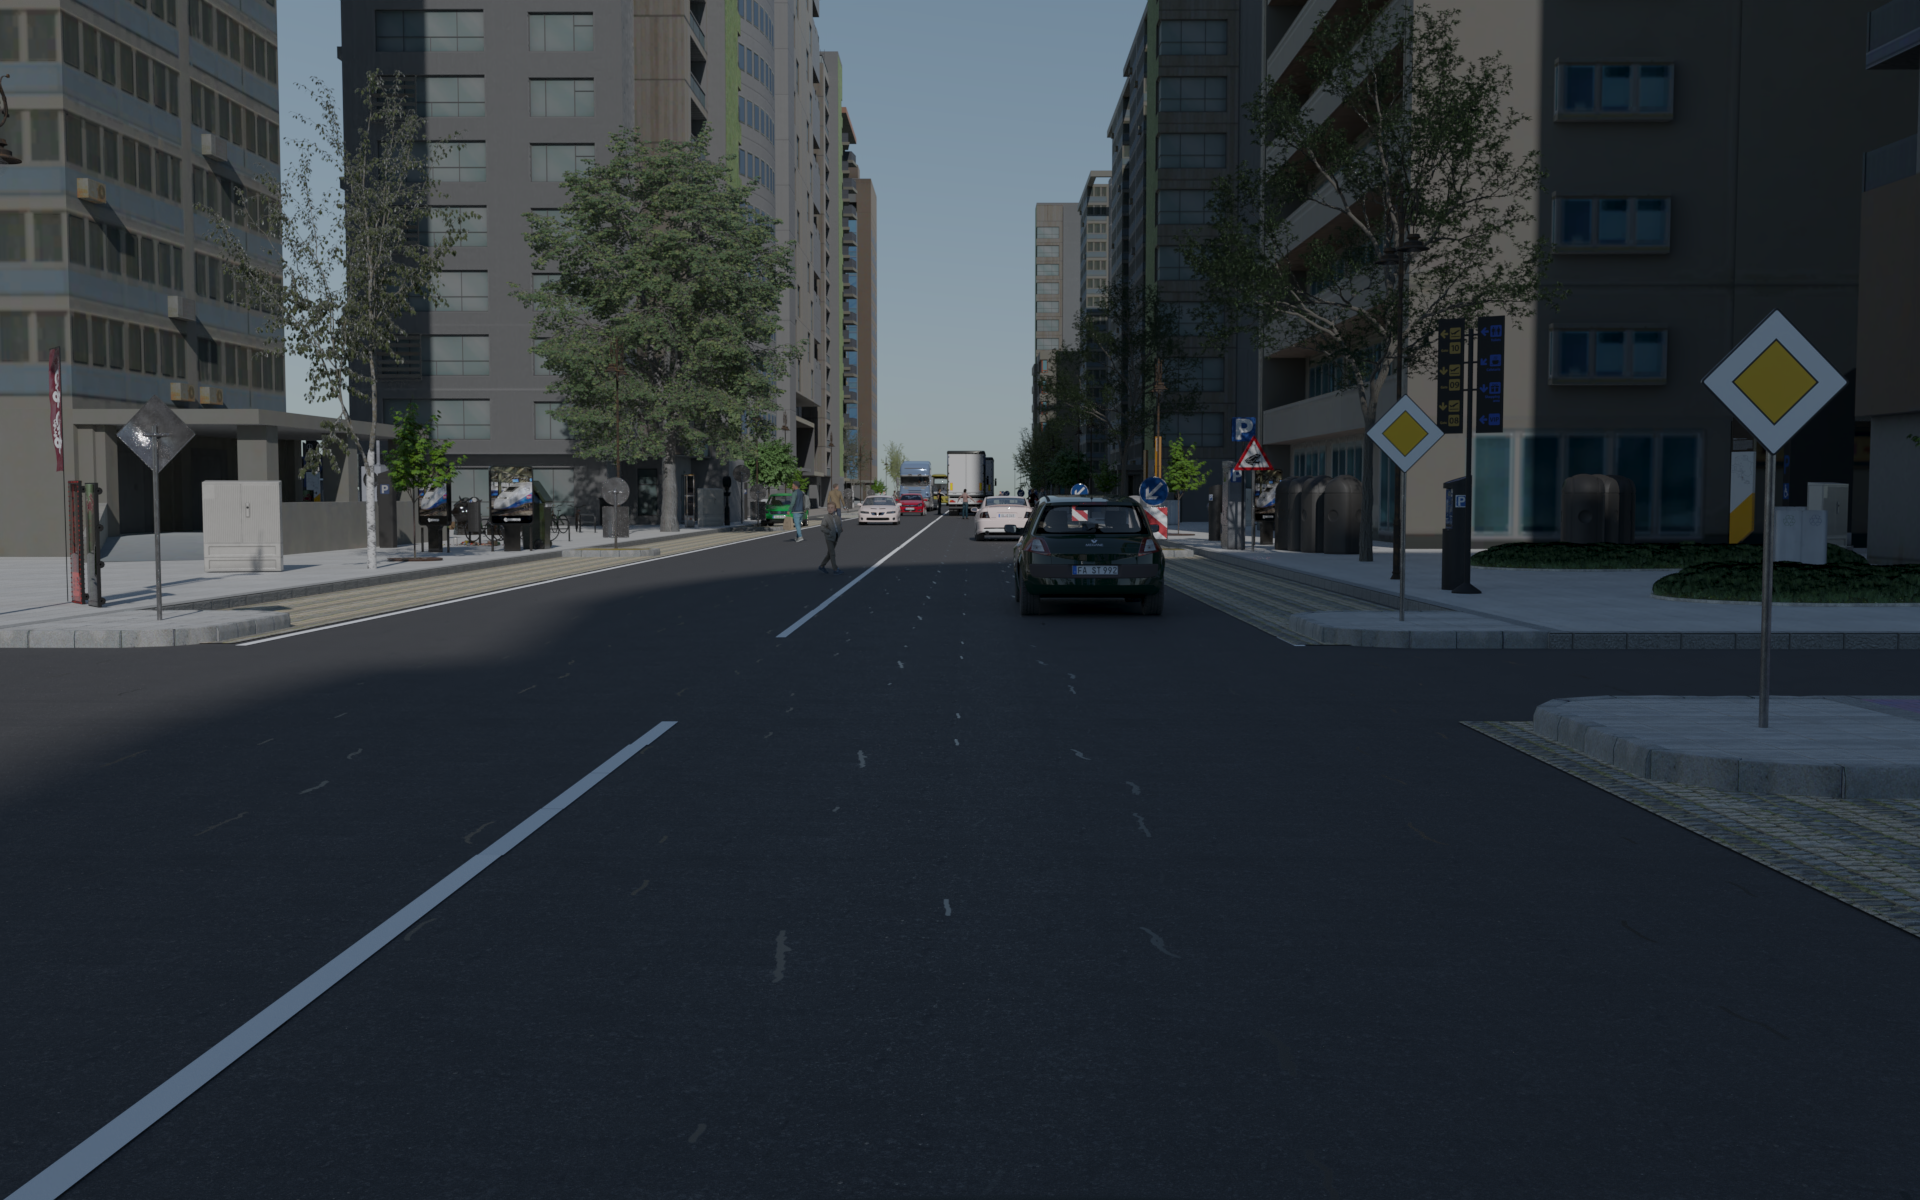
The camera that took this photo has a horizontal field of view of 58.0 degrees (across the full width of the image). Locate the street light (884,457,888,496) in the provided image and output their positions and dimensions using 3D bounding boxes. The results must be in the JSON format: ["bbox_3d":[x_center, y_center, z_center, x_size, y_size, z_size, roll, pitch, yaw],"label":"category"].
[{"bbox_3d":[-8.951,-14.505,209.938,0.468,5.910,1.993,0,4,0],"label":"street light"}]

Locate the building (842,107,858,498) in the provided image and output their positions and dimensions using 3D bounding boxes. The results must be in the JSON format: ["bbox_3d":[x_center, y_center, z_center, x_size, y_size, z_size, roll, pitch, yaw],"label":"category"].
[{"bbox_3d":[-22.904,-32.904,192.597,22.147,44.769,28.867,0,4,0],"label":"building"}]

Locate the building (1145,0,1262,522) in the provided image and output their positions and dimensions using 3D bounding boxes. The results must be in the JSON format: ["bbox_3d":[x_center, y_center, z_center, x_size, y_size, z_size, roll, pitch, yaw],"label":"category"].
[{"bbox_3d":[16.025,-24.552,85.015,14.154,41.232,14.086,0,4,0],"label":"building"}]

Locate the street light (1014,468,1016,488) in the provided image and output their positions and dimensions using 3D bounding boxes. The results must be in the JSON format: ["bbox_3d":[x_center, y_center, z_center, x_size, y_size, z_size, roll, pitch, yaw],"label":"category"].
[{"bbox_3d":[7.985,-17.070,251.883,0.468,5.910,1.993,0,4,0],"label":"street light"}]

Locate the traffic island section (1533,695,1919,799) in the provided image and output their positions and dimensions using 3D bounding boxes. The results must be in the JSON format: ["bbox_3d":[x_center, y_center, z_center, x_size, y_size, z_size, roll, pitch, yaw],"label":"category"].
[{"bbox_3d":[4.436,0.780,9.532,2.009,0.180,2.903,0,4,0],"label":"traffic island section"}]

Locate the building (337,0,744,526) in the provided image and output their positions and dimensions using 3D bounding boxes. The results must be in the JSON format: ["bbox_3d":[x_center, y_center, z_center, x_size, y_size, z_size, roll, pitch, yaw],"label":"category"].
[{"bbox_3d":[-17.325,-23.903,74.401,14.154,41.232,14.086,0,4,0],"label":"building"}]

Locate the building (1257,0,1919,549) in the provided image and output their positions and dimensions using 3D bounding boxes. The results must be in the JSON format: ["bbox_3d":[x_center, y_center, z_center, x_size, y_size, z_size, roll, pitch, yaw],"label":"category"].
[{"bbox_3d":[21.092,-26.031,49.310,21.300,48.544,21.600,0,4,0],"label":"building"}]

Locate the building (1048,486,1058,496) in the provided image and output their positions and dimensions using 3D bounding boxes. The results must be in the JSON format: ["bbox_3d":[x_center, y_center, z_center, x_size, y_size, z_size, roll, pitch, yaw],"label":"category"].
[{"bbox_3d":[26.303,-30.863,196.485,32.217,40.220,23.993,0,4,0],"label":"building"}]

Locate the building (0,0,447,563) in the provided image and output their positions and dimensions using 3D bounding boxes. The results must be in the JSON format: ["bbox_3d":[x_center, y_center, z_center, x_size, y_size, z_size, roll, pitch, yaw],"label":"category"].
[{"bbox_3d":[-30.272,-21.268,39.608,32.217,40.220,23.993,0,4,0],"label":"building"}]

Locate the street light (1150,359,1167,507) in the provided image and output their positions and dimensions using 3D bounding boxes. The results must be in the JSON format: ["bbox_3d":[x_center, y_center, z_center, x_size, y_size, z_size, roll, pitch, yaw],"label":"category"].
[{"bbox_3d":[6.776,-5.286,59.215,0.468,5.910,1.993,0,4,0],"label":"street light"}]

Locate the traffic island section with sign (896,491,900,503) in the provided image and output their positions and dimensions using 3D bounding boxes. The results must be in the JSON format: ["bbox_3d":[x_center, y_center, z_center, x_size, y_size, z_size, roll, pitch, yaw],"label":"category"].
[{"bbox_3d":[-7.007,-11.717,200.204,1.989,1.847,2.006,0,4,0],"label":"traffic island section with sign"}]

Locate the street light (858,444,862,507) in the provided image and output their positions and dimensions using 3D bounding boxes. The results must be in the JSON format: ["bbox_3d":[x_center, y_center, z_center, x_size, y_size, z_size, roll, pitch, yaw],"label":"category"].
[{"bbox_3d":[-9.227,-11.492,160.680,0.468,5.910,1.993,0,4,0],"label":"street light"}]

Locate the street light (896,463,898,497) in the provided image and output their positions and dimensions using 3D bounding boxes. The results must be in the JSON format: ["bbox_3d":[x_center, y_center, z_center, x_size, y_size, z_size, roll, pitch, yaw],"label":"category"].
[{"bbox_3d":[-8.758,-16.493,242.454,0.468,5.910,1.993,0,4,0],"label":"street light"}]

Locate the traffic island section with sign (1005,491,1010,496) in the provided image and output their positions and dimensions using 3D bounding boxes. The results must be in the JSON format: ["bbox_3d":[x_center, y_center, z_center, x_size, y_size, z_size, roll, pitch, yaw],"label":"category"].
[{"bbox_3d":[4.953,-8.312,144.528,1.989,1.847,2.006,0,4,0],"label":"traffic island section with sign"}]

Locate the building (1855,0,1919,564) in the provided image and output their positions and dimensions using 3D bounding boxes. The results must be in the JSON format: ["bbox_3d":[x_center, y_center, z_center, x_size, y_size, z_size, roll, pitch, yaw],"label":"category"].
[{"bbox_3d":[23.341,-22.829,23.369,14.200,45.320,14.600,0,4,0],"label":"building"}]

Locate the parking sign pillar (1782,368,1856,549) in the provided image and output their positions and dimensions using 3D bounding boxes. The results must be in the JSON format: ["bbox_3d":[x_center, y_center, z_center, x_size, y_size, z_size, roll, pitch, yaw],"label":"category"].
[{"bbox_3d":[18.434,-2.980,37.194,1.447,3.967,1.447,0,4,7],"label":"parking sign pillar"}]

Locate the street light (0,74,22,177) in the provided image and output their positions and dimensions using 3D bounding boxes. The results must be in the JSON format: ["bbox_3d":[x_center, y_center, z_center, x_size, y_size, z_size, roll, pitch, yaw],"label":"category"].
[{"bbox_3d":[-10.189,-2.748,17.723,0.468,5.910,1.993,0,4,0],"label":"street light"}]

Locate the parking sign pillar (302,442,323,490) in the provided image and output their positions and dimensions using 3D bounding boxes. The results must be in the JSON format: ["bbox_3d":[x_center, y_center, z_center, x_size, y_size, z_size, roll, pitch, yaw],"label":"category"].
[{"bbox_3d":[-33.211,-6.159,89.179,1.447,3.967,1.447,0,4,2],"label":"parking sign pillar"}]

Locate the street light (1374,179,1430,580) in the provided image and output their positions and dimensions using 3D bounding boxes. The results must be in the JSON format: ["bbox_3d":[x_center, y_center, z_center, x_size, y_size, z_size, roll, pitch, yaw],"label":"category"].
[{"bbox_3d":[6.557,-3.246,25.855,0.468,5.910,1.993,0,4,0],"label":"street light"}]

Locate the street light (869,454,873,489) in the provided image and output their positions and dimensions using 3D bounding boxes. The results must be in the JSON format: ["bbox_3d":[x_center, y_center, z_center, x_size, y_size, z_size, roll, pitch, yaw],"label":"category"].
[{"bbox_3d":[-9.140,-12.516,177.421,0.468,5.910,1.993,0,4,0],"label":"street light"}]

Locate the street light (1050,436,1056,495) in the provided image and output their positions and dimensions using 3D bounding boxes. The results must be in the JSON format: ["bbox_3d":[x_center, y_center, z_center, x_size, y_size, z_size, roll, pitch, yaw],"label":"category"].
[{"bbox_3d":[7.239,-9.915,134.895,0.468,5.910,1.993,0,4,0],"label":"street light"}]

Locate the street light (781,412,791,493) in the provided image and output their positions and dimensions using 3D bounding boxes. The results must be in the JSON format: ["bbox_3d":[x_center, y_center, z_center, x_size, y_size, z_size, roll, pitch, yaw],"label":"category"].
[{"bbox_3d":[-9.636,-7.512,95.610,0.468,5.910,1.993,0,4,0],"label":"street light"}]

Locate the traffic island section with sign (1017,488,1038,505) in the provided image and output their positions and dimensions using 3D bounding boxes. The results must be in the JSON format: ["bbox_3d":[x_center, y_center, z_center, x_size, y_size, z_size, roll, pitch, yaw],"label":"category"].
[{"bbox_3d":[4.786,-6.630,117.025,1.989,1.847,2.006,0,4,0],"label":"traffic island section with sign"}]

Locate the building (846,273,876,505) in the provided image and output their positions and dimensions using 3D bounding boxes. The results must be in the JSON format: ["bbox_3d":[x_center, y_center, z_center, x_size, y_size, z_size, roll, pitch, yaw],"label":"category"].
[{"bbox_3d":[-27.066,-32.294,219.890,32.217,40.220,23.993,0,4,0],"label":"building"}]

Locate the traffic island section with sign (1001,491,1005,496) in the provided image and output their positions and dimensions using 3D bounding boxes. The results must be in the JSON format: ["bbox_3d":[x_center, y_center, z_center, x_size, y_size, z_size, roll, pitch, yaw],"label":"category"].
[{"bbox_3d":[5.488,-13.358,227.031,1.989,1.847,2.006,0,4,0],"label":"traffic island section with sign"}]

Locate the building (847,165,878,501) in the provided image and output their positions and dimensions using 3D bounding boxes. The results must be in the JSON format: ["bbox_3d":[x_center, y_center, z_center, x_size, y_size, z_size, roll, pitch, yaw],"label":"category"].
[{"bbox_3d":[-18.734,-36.039,239.352,14.600,45.320,14.200,0,4,0],"label":"building"}]

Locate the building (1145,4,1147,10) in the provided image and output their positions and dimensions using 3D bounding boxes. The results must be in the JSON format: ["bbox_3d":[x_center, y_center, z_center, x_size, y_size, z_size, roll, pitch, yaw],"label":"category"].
[{"bbox_3d":[25.475,-26.773,129.617,32.217,40.220,23.993,0,4,0],"label":"building"}]

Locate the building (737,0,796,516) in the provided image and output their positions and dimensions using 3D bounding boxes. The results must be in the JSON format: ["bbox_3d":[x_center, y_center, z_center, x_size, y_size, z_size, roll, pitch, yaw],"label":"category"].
[{"bbox_3d":[-22.046,-34.485,105.836,21.231,58.520,28.212,0,4,0],"label":"building"}]

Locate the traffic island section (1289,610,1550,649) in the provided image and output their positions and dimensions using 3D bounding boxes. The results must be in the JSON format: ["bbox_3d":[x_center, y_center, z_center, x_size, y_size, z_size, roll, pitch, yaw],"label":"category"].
[{"bbox_3d":[4.486,0.291,17.517,2.009,0.180,2.903,0,4,0],"label":"traffic island section"}]

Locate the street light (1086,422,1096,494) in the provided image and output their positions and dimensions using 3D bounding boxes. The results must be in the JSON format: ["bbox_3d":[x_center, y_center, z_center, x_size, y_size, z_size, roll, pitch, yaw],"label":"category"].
[{"bbox_3d":[6.954,-7.284,91.886,0.468,5.910,1.993,0,4,0],"label":"street light"}]

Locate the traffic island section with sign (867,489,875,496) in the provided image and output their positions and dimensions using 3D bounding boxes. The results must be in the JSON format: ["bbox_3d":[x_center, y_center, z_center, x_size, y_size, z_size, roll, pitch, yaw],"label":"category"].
[{"bbox_3d":[-7.356,-8.317,144.615,1.989,1.847,2.006,0,4,0],"label":"traffic island section with sign"}]

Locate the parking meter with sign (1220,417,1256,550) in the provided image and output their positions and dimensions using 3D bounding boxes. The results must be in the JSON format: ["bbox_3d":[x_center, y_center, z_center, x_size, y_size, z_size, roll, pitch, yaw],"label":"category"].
[{"bbox_3d":[6.383,-2.686,40.182,0.543,3.016,1.738,0,4,-3],"label":"parking meter with sign"}]

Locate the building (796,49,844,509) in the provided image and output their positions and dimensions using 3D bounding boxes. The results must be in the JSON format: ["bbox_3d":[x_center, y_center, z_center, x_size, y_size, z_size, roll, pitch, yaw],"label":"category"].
[{"bbox_3d":[-18.001,-28.856,155.394,14.154,41.232,14.086,0,4,0],"label":"building"}]

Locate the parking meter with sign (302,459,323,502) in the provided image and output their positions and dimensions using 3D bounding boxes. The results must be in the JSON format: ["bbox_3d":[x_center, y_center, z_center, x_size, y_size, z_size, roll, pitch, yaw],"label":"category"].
[{"bbox_3d":[-31.407,-5.440,85.197,1.738,3.016,0.543,-1,4,-20],"label":"parking meter with sign"}]

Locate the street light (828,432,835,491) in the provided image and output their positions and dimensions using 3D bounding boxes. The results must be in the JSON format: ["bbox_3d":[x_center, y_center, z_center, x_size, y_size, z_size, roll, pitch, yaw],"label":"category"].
[{"bbox_3d":[-9.507,-9.503,128.164,0.468,5.910,1.993,0,4,0],"label":"street light"}]

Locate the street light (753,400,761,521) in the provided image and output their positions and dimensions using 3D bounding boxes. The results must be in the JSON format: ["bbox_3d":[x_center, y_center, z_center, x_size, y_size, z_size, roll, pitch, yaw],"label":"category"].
[{"bbox_3d":[-9.750,-6.754,83.215,0.468,5.910,1.993,0,4,0],"label":"street light"}]

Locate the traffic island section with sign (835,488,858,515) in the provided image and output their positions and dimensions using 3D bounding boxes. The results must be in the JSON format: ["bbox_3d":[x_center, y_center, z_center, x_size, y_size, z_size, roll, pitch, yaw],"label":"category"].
[{"bbox_3d":[-7.530,-6.640,117.199,1.989,1.847,2.006,0,4,0],"label":"traffic island section with sign"}]

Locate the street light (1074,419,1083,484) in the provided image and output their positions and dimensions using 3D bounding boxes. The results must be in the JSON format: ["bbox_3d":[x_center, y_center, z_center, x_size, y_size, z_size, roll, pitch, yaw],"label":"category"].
[{"bbox_3d":[6.998,-7.913,102.160,0.468,5.910,1.993,0,4,0],"label":"street light"}]

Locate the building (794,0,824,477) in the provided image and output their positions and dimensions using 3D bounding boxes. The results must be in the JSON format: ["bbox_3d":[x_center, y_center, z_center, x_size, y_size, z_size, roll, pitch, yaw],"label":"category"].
[{"bbox_3d":[-25.162,-33.339,134.336,28.713,52.752,27.495,0,4,0],"label":"building"}]

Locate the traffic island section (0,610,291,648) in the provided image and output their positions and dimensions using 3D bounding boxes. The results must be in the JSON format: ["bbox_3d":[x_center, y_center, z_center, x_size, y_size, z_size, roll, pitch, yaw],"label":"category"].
[{"bbox_3d":[-8.155,0.286,17.601,2.009,0.180,2.903,0,4,0],"label":"traffic island section"}]

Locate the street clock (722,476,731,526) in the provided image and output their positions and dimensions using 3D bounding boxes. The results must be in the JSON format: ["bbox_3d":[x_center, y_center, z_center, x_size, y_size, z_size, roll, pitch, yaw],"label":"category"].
[{"bbox_3d":[-9.459,-4.022,70.334,0.358,2.002,0.471,1,4,11],"label":"street clock"}]

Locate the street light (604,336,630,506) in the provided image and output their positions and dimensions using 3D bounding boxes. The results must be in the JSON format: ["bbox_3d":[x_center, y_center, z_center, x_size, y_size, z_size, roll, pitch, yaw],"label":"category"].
[{"bbox_3d":[-10.016,-4.765,50.700,0.468,5.910,1.993,0,4,0],"label":"street light"}]
